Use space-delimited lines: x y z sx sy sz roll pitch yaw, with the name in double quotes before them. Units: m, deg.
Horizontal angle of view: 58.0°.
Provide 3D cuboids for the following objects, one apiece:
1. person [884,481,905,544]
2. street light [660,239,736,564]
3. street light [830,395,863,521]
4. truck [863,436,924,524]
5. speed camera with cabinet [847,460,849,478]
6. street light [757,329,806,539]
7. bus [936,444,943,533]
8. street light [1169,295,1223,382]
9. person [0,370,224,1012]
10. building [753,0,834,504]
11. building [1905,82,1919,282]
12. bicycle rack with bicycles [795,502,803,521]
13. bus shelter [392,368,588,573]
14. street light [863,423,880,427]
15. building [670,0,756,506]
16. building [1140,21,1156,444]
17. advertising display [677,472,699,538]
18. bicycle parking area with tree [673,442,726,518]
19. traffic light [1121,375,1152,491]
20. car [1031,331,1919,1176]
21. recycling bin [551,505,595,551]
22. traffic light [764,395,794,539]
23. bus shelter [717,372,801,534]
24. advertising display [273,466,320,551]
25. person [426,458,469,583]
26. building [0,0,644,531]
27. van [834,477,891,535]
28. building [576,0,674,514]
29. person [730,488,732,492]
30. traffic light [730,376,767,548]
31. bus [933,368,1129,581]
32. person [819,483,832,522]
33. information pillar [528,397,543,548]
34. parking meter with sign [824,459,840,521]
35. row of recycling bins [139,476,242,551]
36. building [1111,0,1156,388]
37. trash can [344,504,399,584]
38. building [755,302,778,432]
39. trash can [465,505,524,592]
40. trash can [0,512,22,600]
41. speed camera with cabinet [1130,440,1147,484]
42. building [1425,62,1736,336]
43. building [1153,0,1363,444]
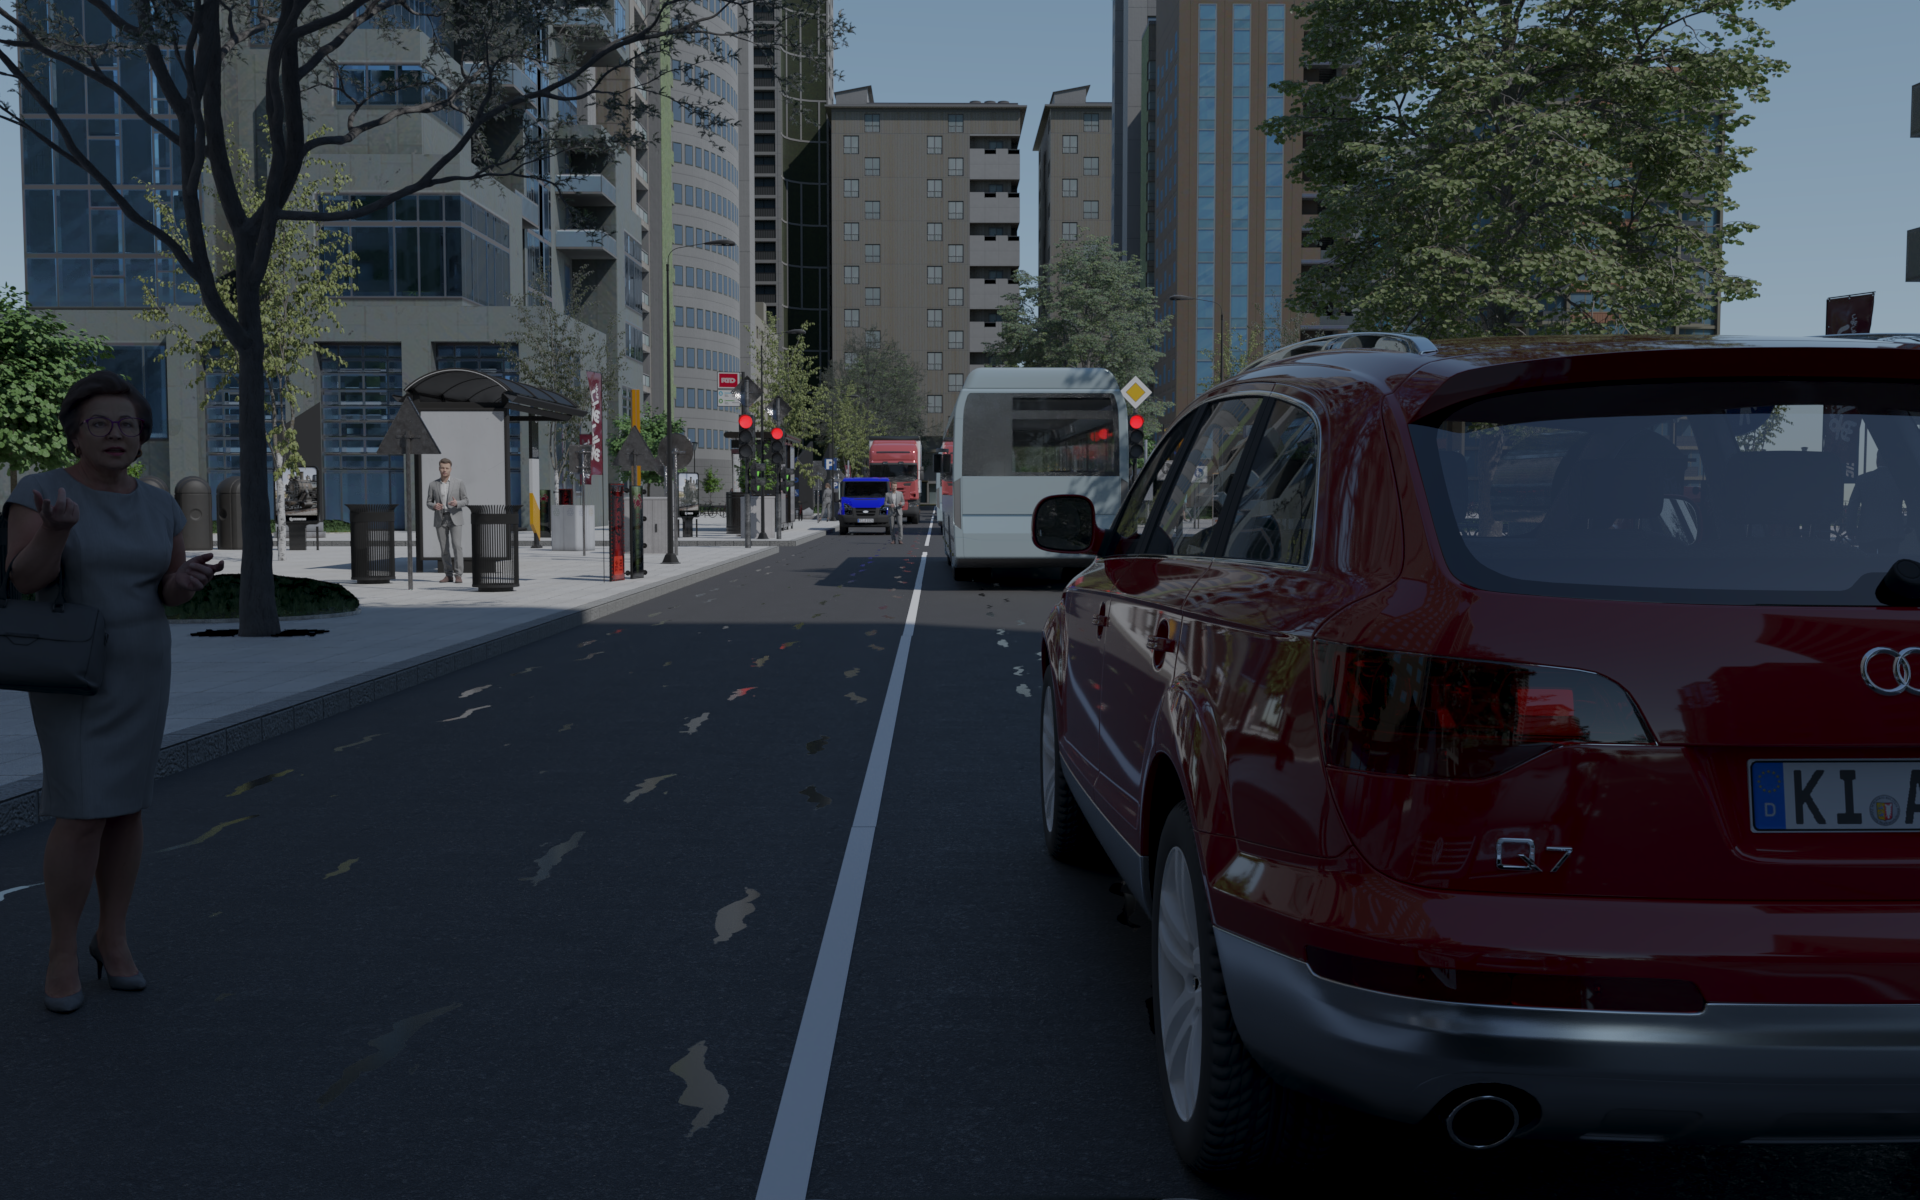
"person" -1.868 -2.505 49.658 0.606 1.804 0.583 -1 4 -10
"street light" -4.786 -3.619 31.706 1.470 5.913 1.316 0 4 -1
"street light" -5.429 -6.654 81.339 1.470 5.913 1.316 0 4 -1
"truck" -3.183 -5.931 85.887 2.839 4.237 11.283 0 4 -1
"speed camera with cabinet" -6.408 -6.542 101.292 0.660 3.252 2.038 0 4 2
"street light" -5.055 -4.676 48.995 1.470 5.913 1.316 0 4 -1
"bus" 0.557 -4.380 66.473 2.948 3.499 13.247 0 4 1
"street light" 5.581 -4.163 40.601 1.470 5.913 1.316 0 4 -1
"person" -2.450 0.244 4.867 0.532 1.782 0.716 3 4 37
"building" -27.348 -48.269 227.441 20.611 71.187 20.563 0 4 -1
"building" 30.629 -10.448 15.859 27.650 21.520 28.899 0 4 -1
"bicycle rack with bicycles" -8.451 -4.239 82.691 2.852 0.926 2.925 0 4 8
"bus shelter" -8.120 -2.242 30.581 2.014 3.302 5.546 0 4 -1
"street light" -5.901 -8.652 113.999 1.470 5.913 1.316 0 4 -1
"building" -28.342 -36.430 137.635 21.231 58.520 28.212 0 4 -1
"building" 22.811 -28.762 153.860 14.154 41.232 14.086 0 4 -1
"advertising display" -8.055 -2.811 51.174 0.123 1.923 0.974 2 4 30
"bicycle parking area with tree" -13.567 -6.775 97.775 9.016 4.147 8.231 3 5 40
"traffic light" 4.140 -3.196 41.173 0.839 4.253 0.868 0 4 -1
"car" 1.403 0.211 5.219 2.281 1.827 5.304 0 4 -2
"recycling bin" -8.762 -1.631 39.226 0.722 1.027 0.722 1 4 23
"traffic light" -5.122 -3.676 49.025 0.839 4.253 0.868 0 4 -1
"bus shelter" -6.904 -5.009 59.528 2.179 5.291 8.768 0 4 -1
"advertising display" -15.070 -2.089 39.374 0.974 1.923 0.123 -1 4 -9
"person" -7.407 -1.146 24.979 0.606 1.804 0.583 0 4 -7
"building" -25.468 -46.467 72.409 22.319 86.520 31.000 0 4 -1
"van" -3.367 -3.541 62.287 2.240 2.365 5.245 0 4 -2
"building" -25.633 -25.862 106.444 14.154 41.232 14.086 0 4 -1
"person" -16.983 -7.496 129.264 0.551 1.740 0.621 -3 5 -44
"traffic light" -5.020 -3.188 41.041 0.839 4.253 0.868 0 4 -1
"bus" 1.021 -2.263 31.858 2.948 3.499 13.247 0 4 -1
"person" -6.253 -4.512 80.081 0.573 1.790 0.520 2 4 24
"information pillar" -10.048 -3.029 40.885 0.183 3.616 0.504 0 4 5
"parking meter with sign" -6.195 -5.409 84.695 0.543 3.016 1.738 -1 4 -15
"row of recycling bins" -17.842 -1.968 39.286 3.534 1.692 1.069 -2 4 -29
"building" 25.795 -38.684 174.481 21.231 58.520 28.212 0 4 -1
"trash can" -8.421 -0.806 24.831 0.748 1.137 0.748 0 3 0
"building" -34.162 -20.204 175.381 28.899 21.520 27.650 0 4 -1
"trash can" -6.128 -0.684 22.835 0.748 1.137 0.748 0 3 0
"trash can" -7.608 -0.107 13.407 0.748 1.137 0.748 0 3 0
"speed camera with cabinet" 6.247 -4.235 63.579 0.660 3.252 2.038 -2 4 -30
"building" 63.482 -32.043 178.525 28.867 44.769 22.147 0 4 -1
"building" 23.464 -29.940 139.626 14.600 45.320 14.200 0 4 -1
